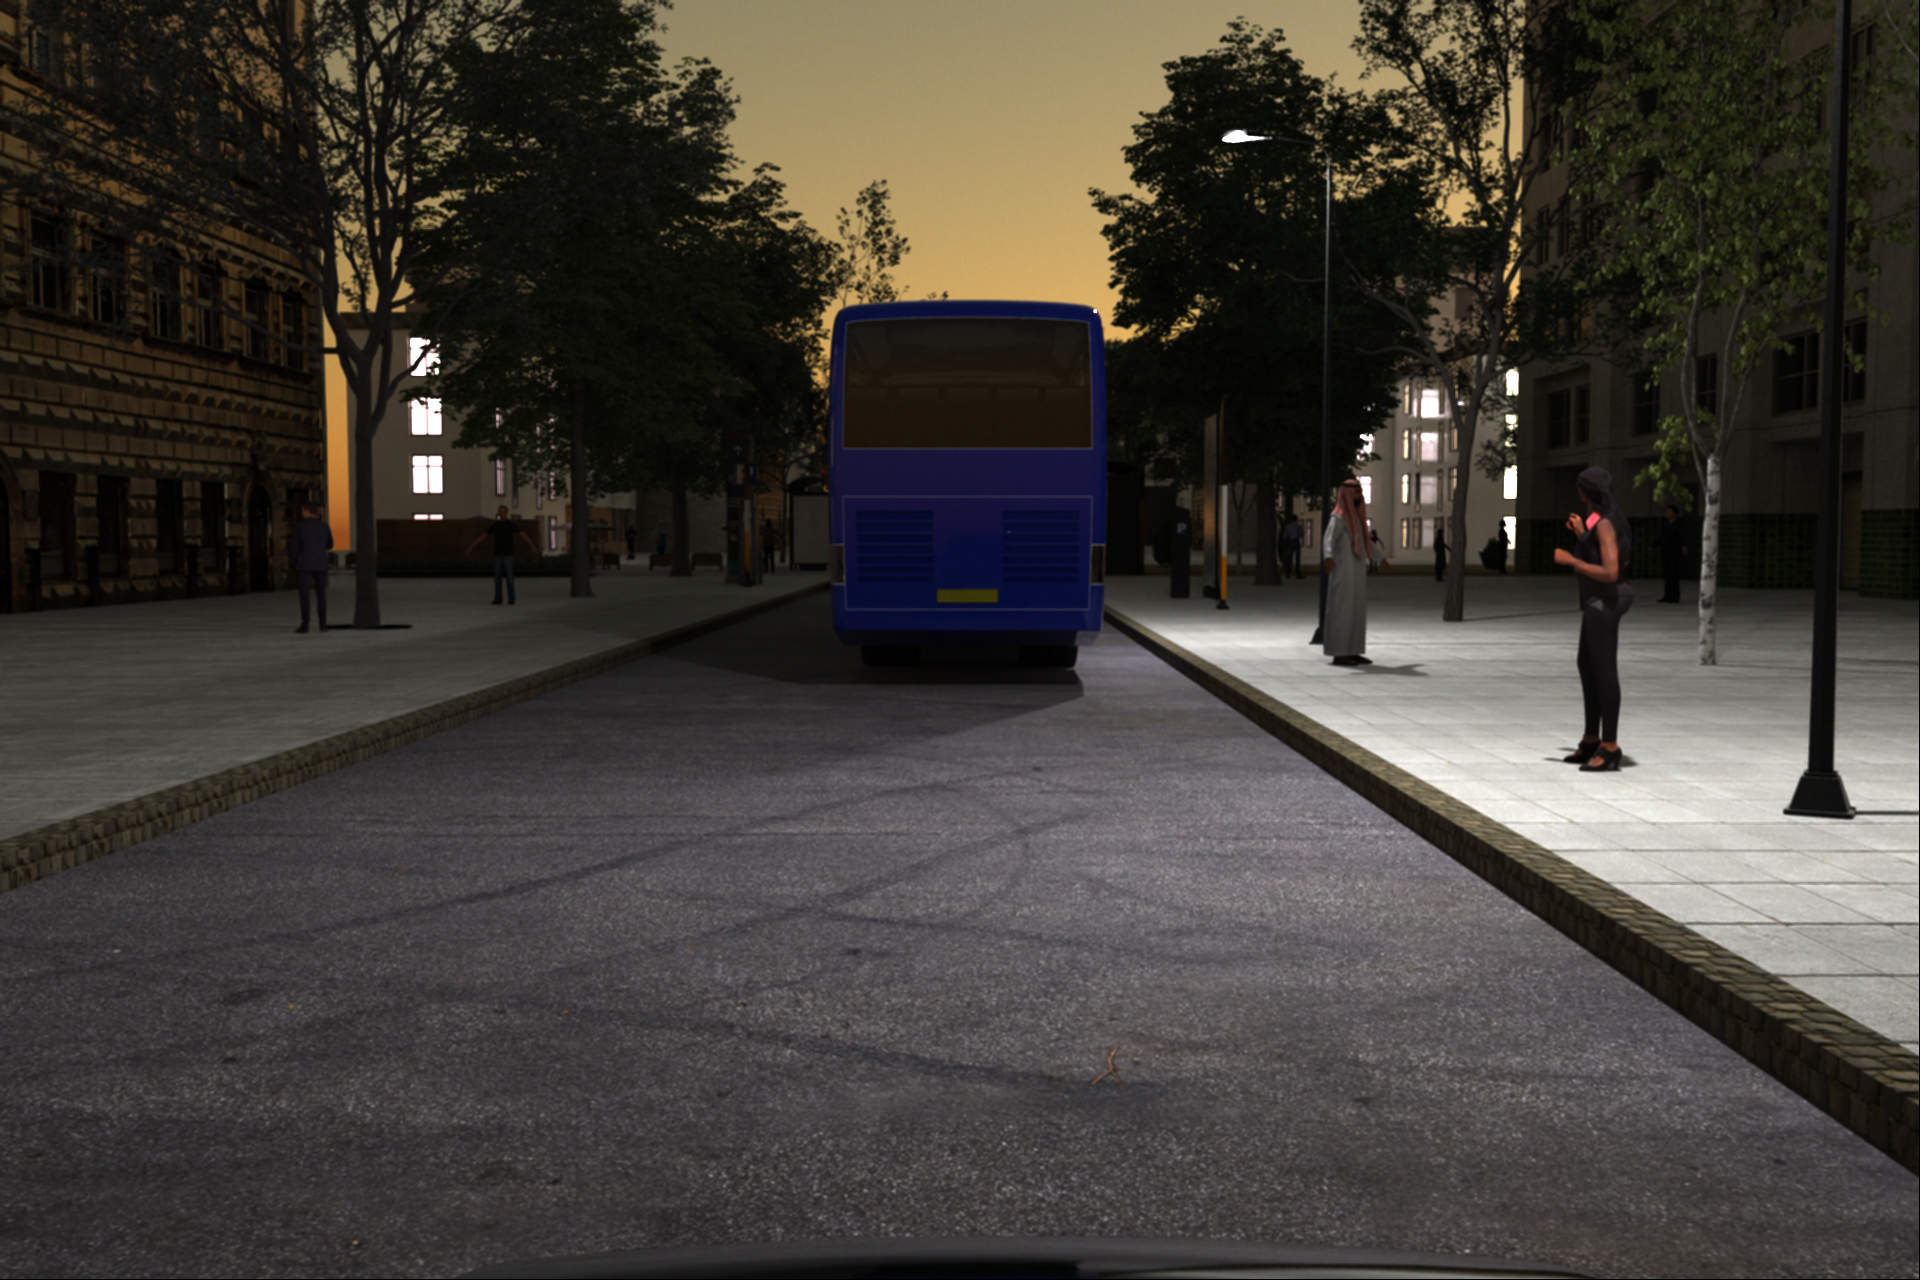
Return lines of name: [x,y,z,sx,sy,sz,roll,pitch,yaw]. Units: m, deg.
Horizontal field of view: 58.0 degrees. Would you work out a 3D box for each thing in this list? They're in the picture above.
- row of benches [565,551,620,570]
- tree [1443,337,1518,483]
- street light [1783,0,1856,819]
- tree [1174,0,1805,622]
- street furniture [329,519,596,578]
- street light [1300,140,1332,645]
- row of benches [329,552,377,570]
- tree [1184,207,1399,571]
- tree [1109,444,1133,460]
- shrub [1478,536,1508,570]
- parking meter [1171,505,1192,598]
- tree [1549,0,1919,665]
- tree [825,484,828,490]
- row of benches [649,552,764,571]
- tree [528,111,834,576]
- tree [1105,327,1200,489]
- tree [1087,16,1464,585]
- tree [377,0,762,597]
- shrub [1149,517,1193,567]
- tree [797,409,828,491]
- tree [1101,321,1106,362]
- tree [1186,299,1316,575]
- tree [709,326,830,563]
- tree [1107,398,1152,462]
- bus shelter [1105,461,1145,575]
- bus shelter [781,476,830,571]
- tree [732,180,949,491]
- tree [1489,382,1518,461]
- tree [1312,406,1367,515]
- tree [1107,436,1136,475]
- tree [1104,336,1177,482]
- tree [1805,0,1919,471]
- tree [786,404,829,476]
row of benches: [-13.594,-2.958,63.826,1.422,0.672,4.104,-2,4,-32]
tree: [22.505,-7.931,64.080,8.767,10.594,7.601,-2,4,-27]
street light: [4.495,-2.155,7.769,1.470,5.913,1.316,0,4,1]
tree: [7.134,-5.529,24.810,8.767,10.594,7.601,1,4,15]
street furniture: [-14.302,-2.846,53.379,11.010,1.723,9.812,-1,4,-12]
street light: [4.789,-2.905,20.034,1.470,5.913,1.316,0,4,0]
row of benches: [-21.803,-2.903,62.933,4.104,0.672,1.422,0,4,-8]
tree: [11.434,-8.704,60.446,7.486,12.596,7.792,0,3,0]
tree: [7.588,-12.862,120.656,12.009,13.543,11.850,0,3,0]
shrub: [19.040,-3.101,61.815,1.383,1.207,1.383,0,3,0]
parking meter: [4.435,-1.771,34.675,0.399,1.863,0.255,0,4,1]
tree: [7.552,-4.065,16.819,4.737,8.622,4.395,0,3,0]
tree: [-15.598,-20.988,249.814,9.857,13.997,8.962,0,3,0]
row of benches: [-8.801,-2.775,60.837,4.104,0.672,1.422,0,4,-4]
tree: [-8.541,-8.910,52.340,9.857,13.997,8.962,0,3,0]
tree: [7.789,-8.636,75.604,7.601,10.594,8.767,-3,4,-37]
tree: [7.751,-8.356,43.282,9.857,13.997,8.962,0,3,0]
tree: [-7.700,-7.119,34.530,7.486,12.596,7.792,0,3,0]
shrub: [8.278,-3.904,67.864,1.661,2.075,1.752,0,3,0]
tree: [-6.639,-10.710,109.521,7.601,10.594,8.767,-1,4,-21]
tree: [9.768,-18.214,153.679,12.611,20.169,13.585,0,3,0]
tree: [8.743,-6.316,53.626,4.737,8.622,4.395,0,3,0]
tree: [-7.552,-8.697,76.615,7.601,10.594,8.767,-1,4,-18]
tree: [7.978,-10.549,106.892,8.767,10.594,7.601,1,4,13]
bus shelter: [4.977,-4.036,57.266,1.731,3.624,6.357,0,4,-1]
bus shelter: [-5.172,-4.224,62.982,2.014,3.302,5.546,0,4,1]
tree: [-6.690,-14.490,92.803,12.611,20.169,13.585,0,3,0]
tree: [23.785,-7.445,72.093,4.360,8.622,3.978,0,3,0]
tree: [14.214,-7.153,67.321,4.737,8.622,4.395,0,3,0]
tree: [8.164,-8.978,97.151,4.737,8.622,4.395,0,3,0]
tree: [7.684,-9.872,87.162,9.928,11.665,9.643,0,3,0]
tree: [6.251,-3.667,10.325,4.360,8.622,3.978,0,3,0]
tree: [-7.629,-13.133,125.094,12.009,13.543,11.850,0,3,0]
